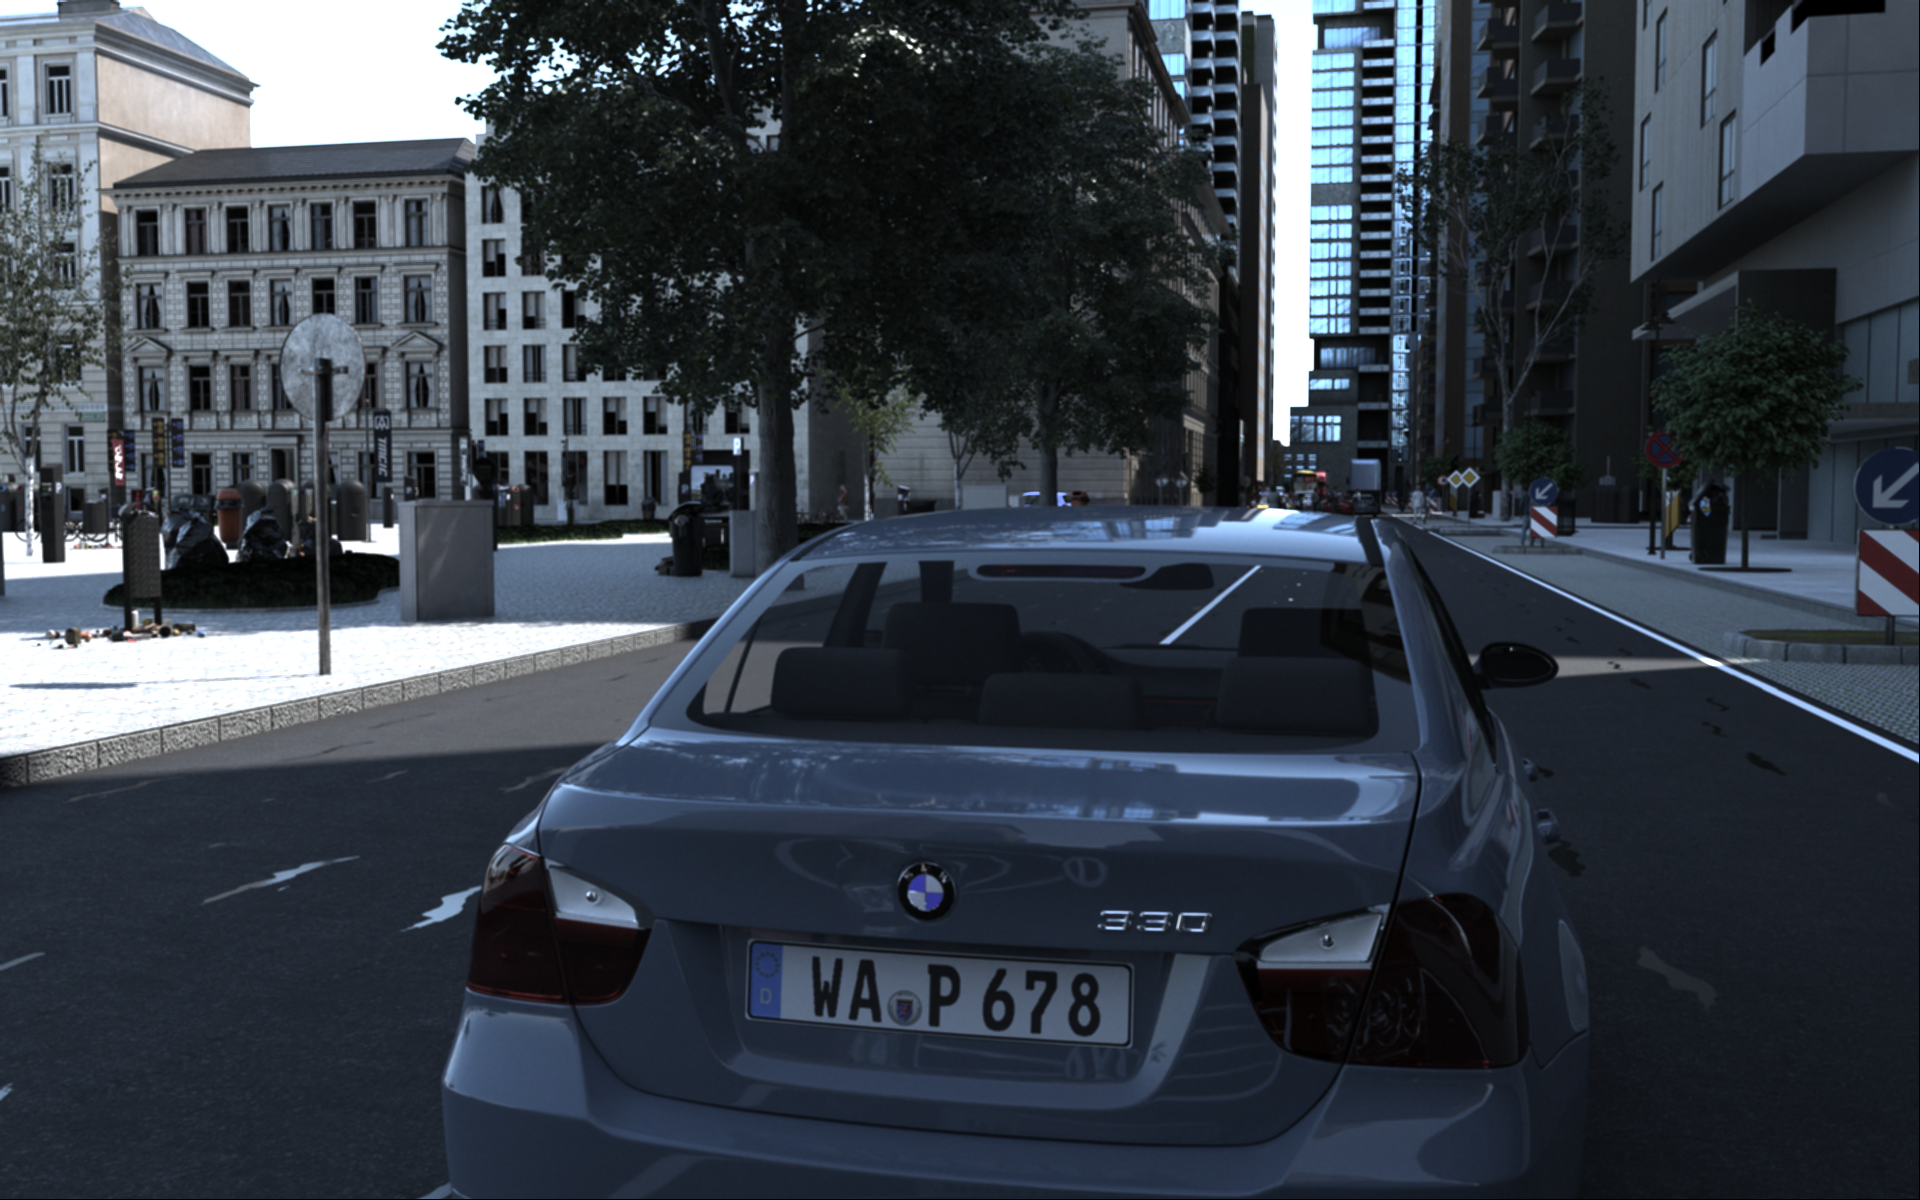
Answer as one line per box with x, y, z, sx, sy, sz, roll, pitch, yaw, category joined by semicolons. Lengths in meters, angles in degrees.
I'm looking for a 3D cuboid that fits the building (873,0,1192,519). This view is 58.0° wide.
4.380;-17.783;88.021;12.463;27.353;25.104;1;4;13;building

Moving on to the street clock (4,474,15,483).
-34.073;-3.521;62.130;0.471;2.002;0.358;3;5;42;street clock

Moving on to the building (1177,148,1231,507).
8.893;-17.260;115.478;16.112;22.955;30.059;1;4;13;building

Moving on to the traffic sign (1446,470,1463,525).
20.507;-4.158;71.633;0.795;2.450;0.064;1;4;13;traffic sign

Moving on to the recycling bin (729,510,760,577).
-3.226;-0.884;27.013;0.722;1.027;0.722;-1;4;-9;recycling bin

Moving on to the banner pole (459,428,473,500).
-18.753;-4.641;65.896;0.863;3.779;0.401;2;4;33;banner pole

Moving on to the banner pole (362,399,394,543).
-15.452;-3.418;45.901;0.863;3.779;0.401;0;4;-4;banner pole

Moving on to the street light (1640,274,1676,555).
14.666;-3.898;36.523;0.468;5.910;1.993;1;4;13;street light

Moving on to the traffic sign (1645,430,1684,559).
13.868;-2.079;34.105;0.768;2.556;0.104;1;4;14;traffic sign

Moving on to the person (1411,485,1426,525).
21.233;-4.390;80.158;0.514;1.842;0.818;-2;4;-26;person

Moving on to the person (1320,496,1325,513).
20.096;-5.106;96.229;0.590;1.304;0.306;-2;4;-30;person

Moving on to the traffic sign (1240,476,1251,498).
20.286;-7.522;123.084;0.768;2.556;0.104;1;4;17;traffic sign

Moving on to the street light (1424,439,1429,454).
38.814;-10.473;144.023;0.468;5.910;1.993;1;4;13;street light

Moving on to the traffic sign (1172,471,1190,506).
9.440;-4.311;74.120;0.795;2.450;0.064;1;4;13;traffic sign

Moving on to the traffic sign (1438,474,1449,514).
31.377;-6.869;112.417;0.768;2.556;0.104;1;4;14;traffic sign

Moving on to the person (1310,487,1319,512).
21.523;-5.932;105.336;0.661;1.843;0.795;-3;5;-42;person

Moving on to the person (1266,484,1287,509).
10.840;-3.076;59.144;0.716;1.782;0.532;2;4;29;person

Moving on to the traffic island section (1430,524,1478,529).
20.532;-3.023;71.705;2.009;0.180;2.903;1;4;13;traffic island section

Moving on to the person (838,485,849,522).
-4.876;-3.927;72.679;0.580;1.828;0.573;3;5;44;person

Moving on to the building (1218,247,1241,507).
15.529;-18.824;137.453;12.332;23.373;15.834;1;4;13;building

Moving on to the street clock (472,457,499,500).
-9.394;-1.820;34.327;0.471;2.002;0.358;0;4;1;street clock

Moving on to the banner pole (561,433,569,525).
-16.201;-4.959;71.101;0.401;3.779;0.863;1;4;8;banner pole

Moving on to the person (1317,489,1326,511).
30.925;-8.575;148.646;1.348;1.831;0.705;-2;4;-24;person

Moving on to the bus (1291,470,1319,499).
36.608;-11.769;183.962;2.896;3.916;12.252;1;4;11;bus

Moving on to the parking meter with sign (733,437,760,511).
-6.133;-3.517;53.763;1.738;3.016;0.543;-2;4;-35;parking meter with sign

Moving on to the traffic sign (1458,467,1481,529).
18.764;-3.682;63.840;0.795;2.450;0.064;1;4;13;traffic sign

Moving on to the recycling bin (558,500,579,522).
-17.999;-4.102;79.626;0.722;1.027;0.722;2;4;25;recycling bin

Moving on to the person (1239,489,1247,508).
15.661;-5.290;95.993;0.522;1.701;0.512;-3;4;-36;person

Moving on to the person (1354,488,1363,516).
26.005;-6.415;113.479;0.850;1.850;0.679;3;4;36;person

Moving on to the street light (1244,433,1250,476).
21.226;-9.531;128.625;0.468;5.910;1.993;1;4;13;street light

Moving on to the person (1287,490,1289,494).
27.343;-8.292;144.349;0.850;1.792;0.678;1;4;12;person

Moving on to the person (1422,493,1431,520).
25.307;-5.060;93.830;0.503;1.515;0.523;3;5;40;person

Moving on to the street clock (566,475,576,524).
-14.765;-3.744;65.790;0.358;2.002;0.471;1;4;11;street clock

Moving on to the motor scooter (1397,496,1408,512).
33.391;-7.214;130.729;0.815;1.314;1.986;1;4;14;motor scooter

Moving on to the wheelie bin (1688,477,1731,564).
13.766;-1.461;31.793;0.693;1.594;0.980;1;4;14;wheelie bin

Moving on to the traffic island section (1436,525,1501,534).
18.789;-2.546;63.912;2.009;0.180;2.903;1;4;13;traffic island section

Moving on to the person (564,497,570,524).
-17.344;-3.917;76.826;0.394;1.301;0.425;1;4;19;person

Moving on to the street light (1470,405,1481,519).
26.816;-7.186;90.279;0.468;5.910;1.993;1;4;13;street light

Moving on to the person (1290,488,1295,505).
20.552;-6.047;107.375;0.388;1.821;0.555;-2;4;-26;person

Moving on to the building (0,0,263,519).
-50.859;-18.872;94.469;20.117;28.700;13.634;1;4;13;building

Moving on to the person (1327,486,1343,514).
19.456;-4.997;90.167;0.822;1.834;0.622;3;5;39;person

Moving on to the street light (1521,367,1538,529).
20.674;-5.518;63.007;0.468;5.910;1.993;1;4;13;street light

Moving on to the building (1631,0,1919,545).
33.729;-27.817;44.040;28.713;52.752;27.495;1;4;13;building

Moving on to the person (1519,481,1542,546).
14.983;-2.237;45.428;0.623;1.781;0.721;1;4;21;person

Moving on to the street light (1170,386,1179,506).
9.099;-6.213;74.374;0.468;5.910;1.993;1;4;13;street light

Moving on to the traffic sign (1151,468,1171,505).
7.697;-3.834;66.327;0.795;2.450;0.064;1;4;13;traffic sign

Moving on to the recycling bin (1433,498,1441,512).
33.674;-6.738;122.715;0.722;1.027;0.722;1;4;8;recycling bin

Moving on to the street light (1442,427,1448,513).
32.709;-8.807;116.789;0.468;5.910;1.993;1;4;13;street light

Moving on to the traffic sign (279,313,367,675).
-4.509;-0.741;12.223;0.768;2.556;0.104;1;4;21;traffic sign

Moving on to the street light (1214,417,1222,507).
15.110;-7.876;101.561;0.468;5.910;1.993;1;4;13;street light
